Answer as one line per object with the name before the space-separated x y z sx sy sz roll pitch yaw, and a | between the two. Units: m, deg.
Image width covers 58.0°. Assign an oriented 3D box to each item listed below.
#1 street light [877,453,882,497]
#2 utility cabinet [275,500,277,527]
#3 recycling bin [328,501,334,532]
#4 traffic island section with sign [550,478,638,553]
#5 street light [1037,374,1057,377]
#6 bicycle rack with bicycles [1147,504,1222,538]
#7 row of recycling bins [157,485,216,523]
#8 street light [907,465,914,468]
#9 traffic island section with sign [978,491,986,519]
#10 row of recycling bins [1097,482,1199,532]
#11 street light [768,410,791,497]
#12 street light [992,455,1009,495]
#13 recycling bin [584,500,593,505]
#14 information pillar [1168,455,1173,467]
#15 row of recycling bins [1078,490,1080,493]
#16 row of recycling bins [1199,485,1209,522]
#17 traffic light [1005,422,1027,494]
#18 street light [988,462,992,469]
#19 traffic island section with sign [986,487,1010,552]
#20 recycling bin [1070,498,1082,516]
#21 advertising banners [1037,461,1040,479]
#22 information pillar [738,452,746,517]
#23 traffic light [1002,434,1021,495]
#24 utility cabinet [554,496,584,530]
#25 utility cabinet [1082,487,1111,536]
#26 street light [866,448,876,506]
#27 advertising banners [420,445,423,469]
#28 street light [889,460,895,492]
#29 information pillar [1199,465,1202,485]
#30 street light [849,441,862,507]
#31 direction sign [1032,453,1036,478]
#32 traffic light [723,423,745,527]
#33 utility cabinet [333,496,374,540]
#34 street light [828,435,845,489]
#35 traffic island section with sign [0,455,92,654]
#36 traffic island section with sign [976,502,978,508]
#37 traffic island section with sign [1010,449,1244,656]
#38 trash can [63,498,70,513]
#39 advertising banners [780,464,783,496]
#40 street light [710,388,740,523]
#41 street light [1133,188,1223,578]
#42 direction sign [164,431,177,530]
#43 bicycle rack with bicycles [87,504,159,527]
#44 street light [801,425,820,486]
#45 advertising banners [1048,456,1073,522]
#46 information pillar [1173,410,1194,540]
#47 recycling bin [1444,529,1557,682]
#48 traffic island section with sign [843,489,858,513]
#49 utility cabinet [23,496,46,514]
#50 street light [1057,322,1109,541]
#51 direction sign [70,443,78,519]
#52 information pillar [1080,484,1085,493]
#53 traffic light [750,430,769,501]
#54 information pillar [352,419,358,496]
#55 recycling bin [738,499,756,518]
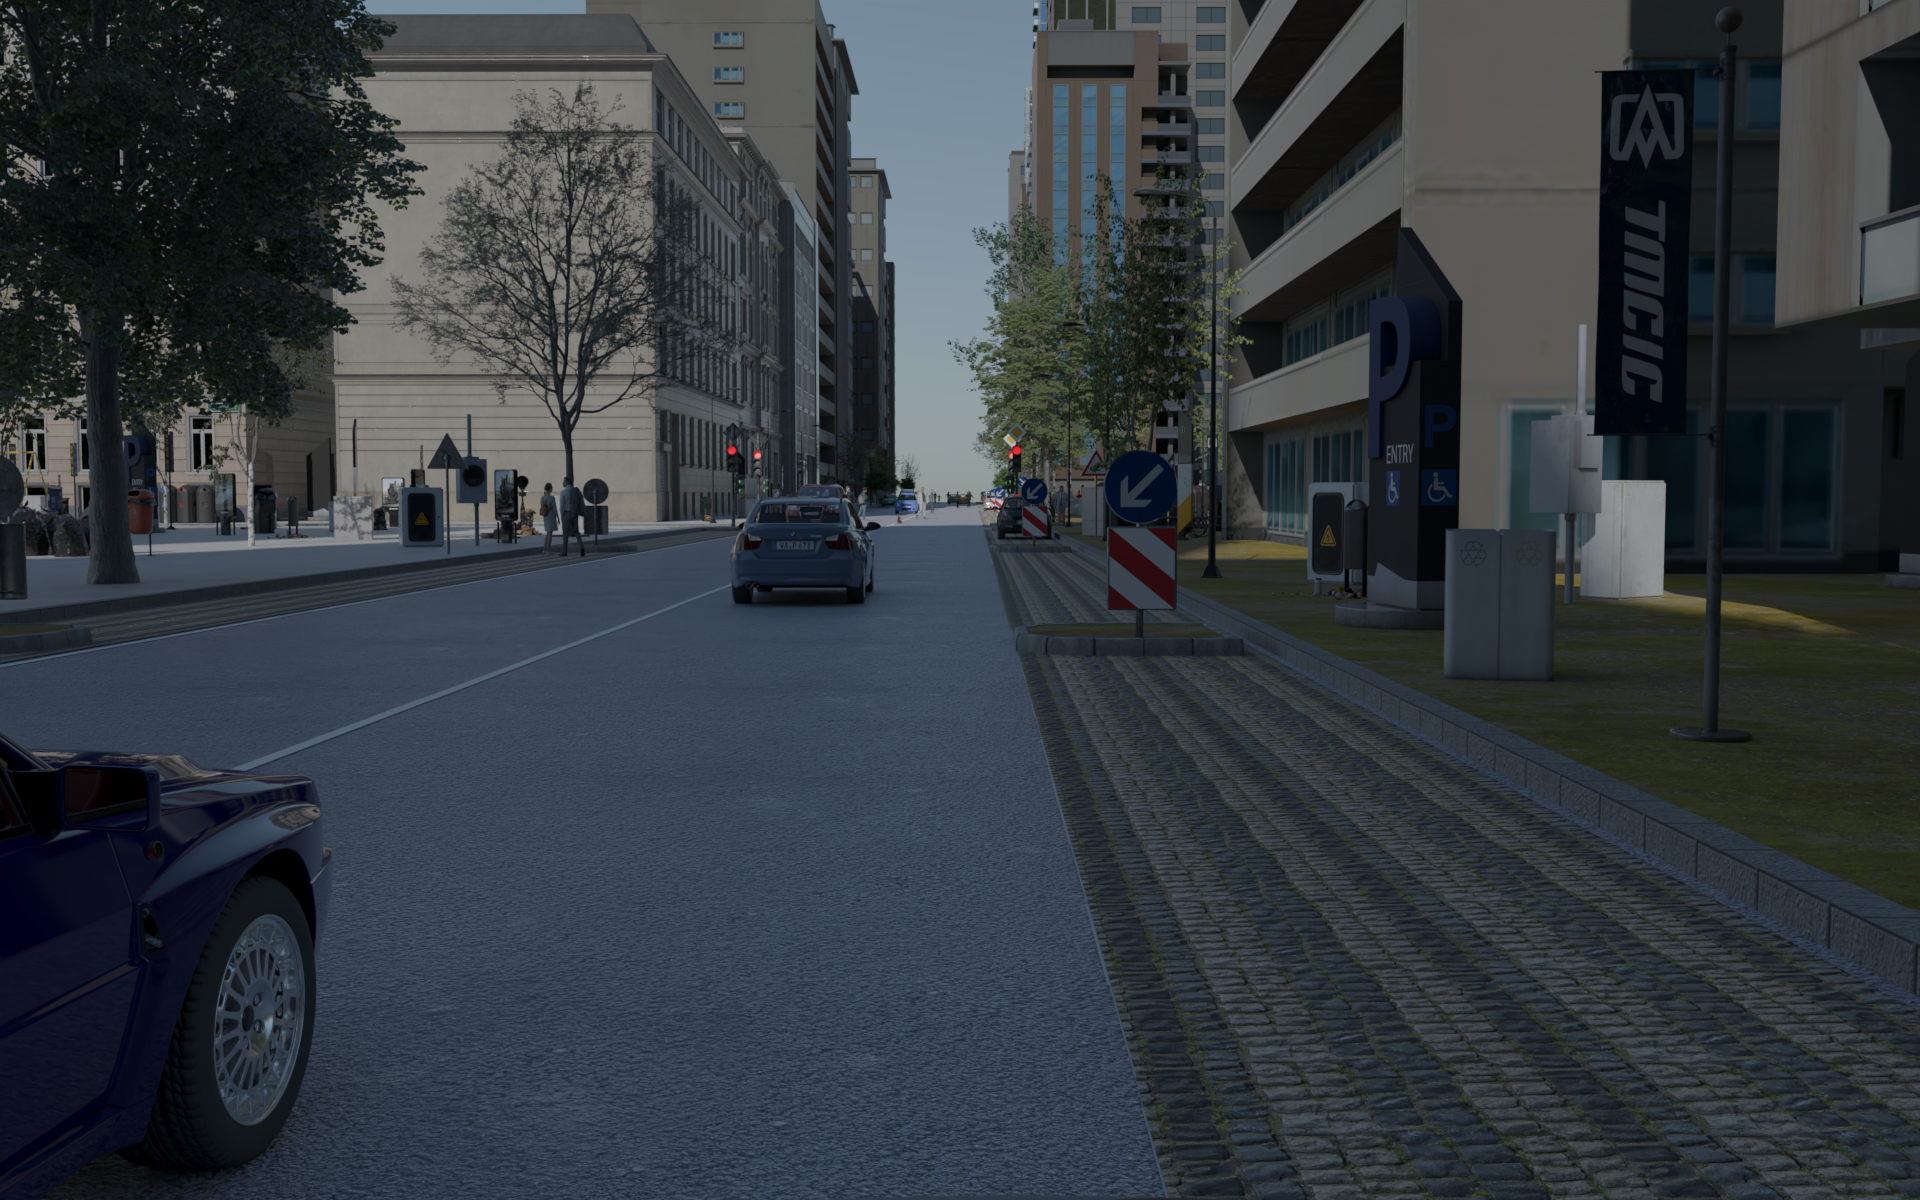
street light | -9.449 -13.549 194.072 1.470 5.913 1.316 0 4 0
utility cabinet | -27.434 -3.483 68.105 1.020 1.237 0.306 -3 5 -45
recycling bin | -21.074 -2.853 59.198 0.722 1.027 0.722 1 4 10
traffic island section with sign | -9.103 -2.105 43.042 1.989 1.847 2.006 0 4 0
street light | 3.685 -5.778 67.008 1.470 5.913 1.316 0 4 0
bicycle rack with bicycles | 6.618 -2.318 51.278 2.925 0.926 2.852 1 4 23
row of recycling bins | -34.483 -4.232 76.303 3.534 1.692 1.069 0 4 6
street light | -8.514 -19.799 296.254 1.470 5.913 1.316 0 4 0
traffic island section with sign | 2.146 -5.477 98.169 1.989 1.847 2.006 0 4 0
row of recycling bins | 6.189 -3.171 58.951 3.534 1.692 1.069 1 4 23
street light | -10.056 -7.539 95.808 1.470 5.913 1.316 0 4 0
street light | 4.833 -14.329 206.814 1.470 5.913 1.316 0 4 0
recycling bin | -16.529 -3.872 75.862 0.722 1.027 0.722 -2 4 -28
information pillar | 12.045 -6.564 98.676 0.183 3.616 0.504 -3 4 -39
row of recycling bins | 9.539 -7.627 131.814 1.069 1.692 3.534 1 4 12
row of recycling bins | 10.342 -4.358 78.366 1.069 1.692 3.534 2 4 25
traffic light | 2.199 -4.819 67.713 0.839 4.253 0.868 0 4 0
street light | 5.130 -16.953 249.717 1.470 5.913 1.316 0 4 0
traffic island section with sign | 1.722 -2.110 43.125 1.989 1.847 2.006 0 4 0
recycling bin | 7.009 -5.546 103.239 0.722 1.027 0.722 3 5 39
advertising banners | 4.433 -5.940 93.303 0.090 3.025 2.074 1 4 20
information pillar | -11.968 -6.337 94.969 0.504 3.616 0.183 1 4 23
traffic light | 2.261 -5.307 75.698 0.839 4.253 0.868 0 4 0
utility cabinet | -14.030 -3.124 62.242 1.020 1.237 0.306 0 4 -3
utility cabinet | 4.153 -2.684 52.563 0.318 1.500 1.173 -2 4 -29
street light | -9.465 -12.291 173.504 1.470 5.913 1.316 0 4 0
advertising banners | -18.781 -3.957 60.887 0.090 3.025 2.074 -2 4 -25
street light | -9.136 -14.781 214.210 1.470 5.913 1.316 0 4 0
information pillar | 19.191 -8.943 137.578 0.183 3.616 0.504 -3 5 -39
street light | -9.651 -10.990 152.224 1.470 5.913 1.316 0 4 0
direction sign | 4.108 -6.357 95.939 0.379 3.537 0.876 1 4 14
traffic light | -8.862 -4.823 67.782 0.839 4.253 0.868 0 4 0
utility cabinet | -16.971 -2.282 48.476 1.020 1.237 0.306 -1 4 -14
street light | -9.838 -10.071 137.202 1.470 5.913 1.316 0 4 0
traffic island section with sign | -9.310 -0.456 16.087 1.989 1.847 2.006 0 4 0
traffic island section with sign | 2.352 -7.147 125.482 1.989 1.847 2.006 0 4 0
traffic island section with sign | 1.509 -0.461 16.171 1.989 1.847 2.006 0 4 0
trash can | -35.088 -3.418 67.542 0.748 1.137 0.748 0 3 0
advertising banners | -10.540 -6.445 101.571 0.090 3.025 2.074 0 4 4
street light | -10.272 -6.308 75.670 1.470 5.913 1.316 0 4 0
street light | 3.328 -3.297 26.447 1.470 5.913 1.316 0 4 0
direction sign | -28.390 -4.296 62.234 0.379 3.537 0.876 0 4 -6
bicycle rack with bicycles | -28.815 -2.839 59.807 2.852 0.926 2.925 -2 4 -24
street light | -10.085 -8.790 116.259 1.470 5.913 1.316 0 4 0
advertising banners | 4.595 -5.056 78.854 0.090 3.025 2.074 2 4 35
information pillar | 6.233 -3.462 47.962 0.504 3.616 0.183 3 5 45
recycling bin | 3.801 0.020 12.231 0.722 1.027 0.722 1 4 15
traffic island section with sign | -8.451 -7.164 125.761 1.989 1.847 2.006 0 4 0
utility cabinet | -40.459 -3.947 75.690 1.020 1.237 0.306 1 4 19
street light | 3.456 -4.546 46.870 1.470 5.913 1.316 0 4 0
direction sign | -39.212 -5.181 76.703 0.379 3.537 0.876 -3 5 -43
information pillar | 9.026 -7.543 127.824 0.304 2.012 0.304 0 4 -4
traffic light | -8.800 -5.312 75.767 0.839 4.253 0.868 0 4 0
information pillar | -18.767 -3.818 53.787 0.183 3.616 0.504 -1 4 -12
recycling bin | -11.245 -4.837 91.637 0.722 1.027 0.722 -3 4 -38
